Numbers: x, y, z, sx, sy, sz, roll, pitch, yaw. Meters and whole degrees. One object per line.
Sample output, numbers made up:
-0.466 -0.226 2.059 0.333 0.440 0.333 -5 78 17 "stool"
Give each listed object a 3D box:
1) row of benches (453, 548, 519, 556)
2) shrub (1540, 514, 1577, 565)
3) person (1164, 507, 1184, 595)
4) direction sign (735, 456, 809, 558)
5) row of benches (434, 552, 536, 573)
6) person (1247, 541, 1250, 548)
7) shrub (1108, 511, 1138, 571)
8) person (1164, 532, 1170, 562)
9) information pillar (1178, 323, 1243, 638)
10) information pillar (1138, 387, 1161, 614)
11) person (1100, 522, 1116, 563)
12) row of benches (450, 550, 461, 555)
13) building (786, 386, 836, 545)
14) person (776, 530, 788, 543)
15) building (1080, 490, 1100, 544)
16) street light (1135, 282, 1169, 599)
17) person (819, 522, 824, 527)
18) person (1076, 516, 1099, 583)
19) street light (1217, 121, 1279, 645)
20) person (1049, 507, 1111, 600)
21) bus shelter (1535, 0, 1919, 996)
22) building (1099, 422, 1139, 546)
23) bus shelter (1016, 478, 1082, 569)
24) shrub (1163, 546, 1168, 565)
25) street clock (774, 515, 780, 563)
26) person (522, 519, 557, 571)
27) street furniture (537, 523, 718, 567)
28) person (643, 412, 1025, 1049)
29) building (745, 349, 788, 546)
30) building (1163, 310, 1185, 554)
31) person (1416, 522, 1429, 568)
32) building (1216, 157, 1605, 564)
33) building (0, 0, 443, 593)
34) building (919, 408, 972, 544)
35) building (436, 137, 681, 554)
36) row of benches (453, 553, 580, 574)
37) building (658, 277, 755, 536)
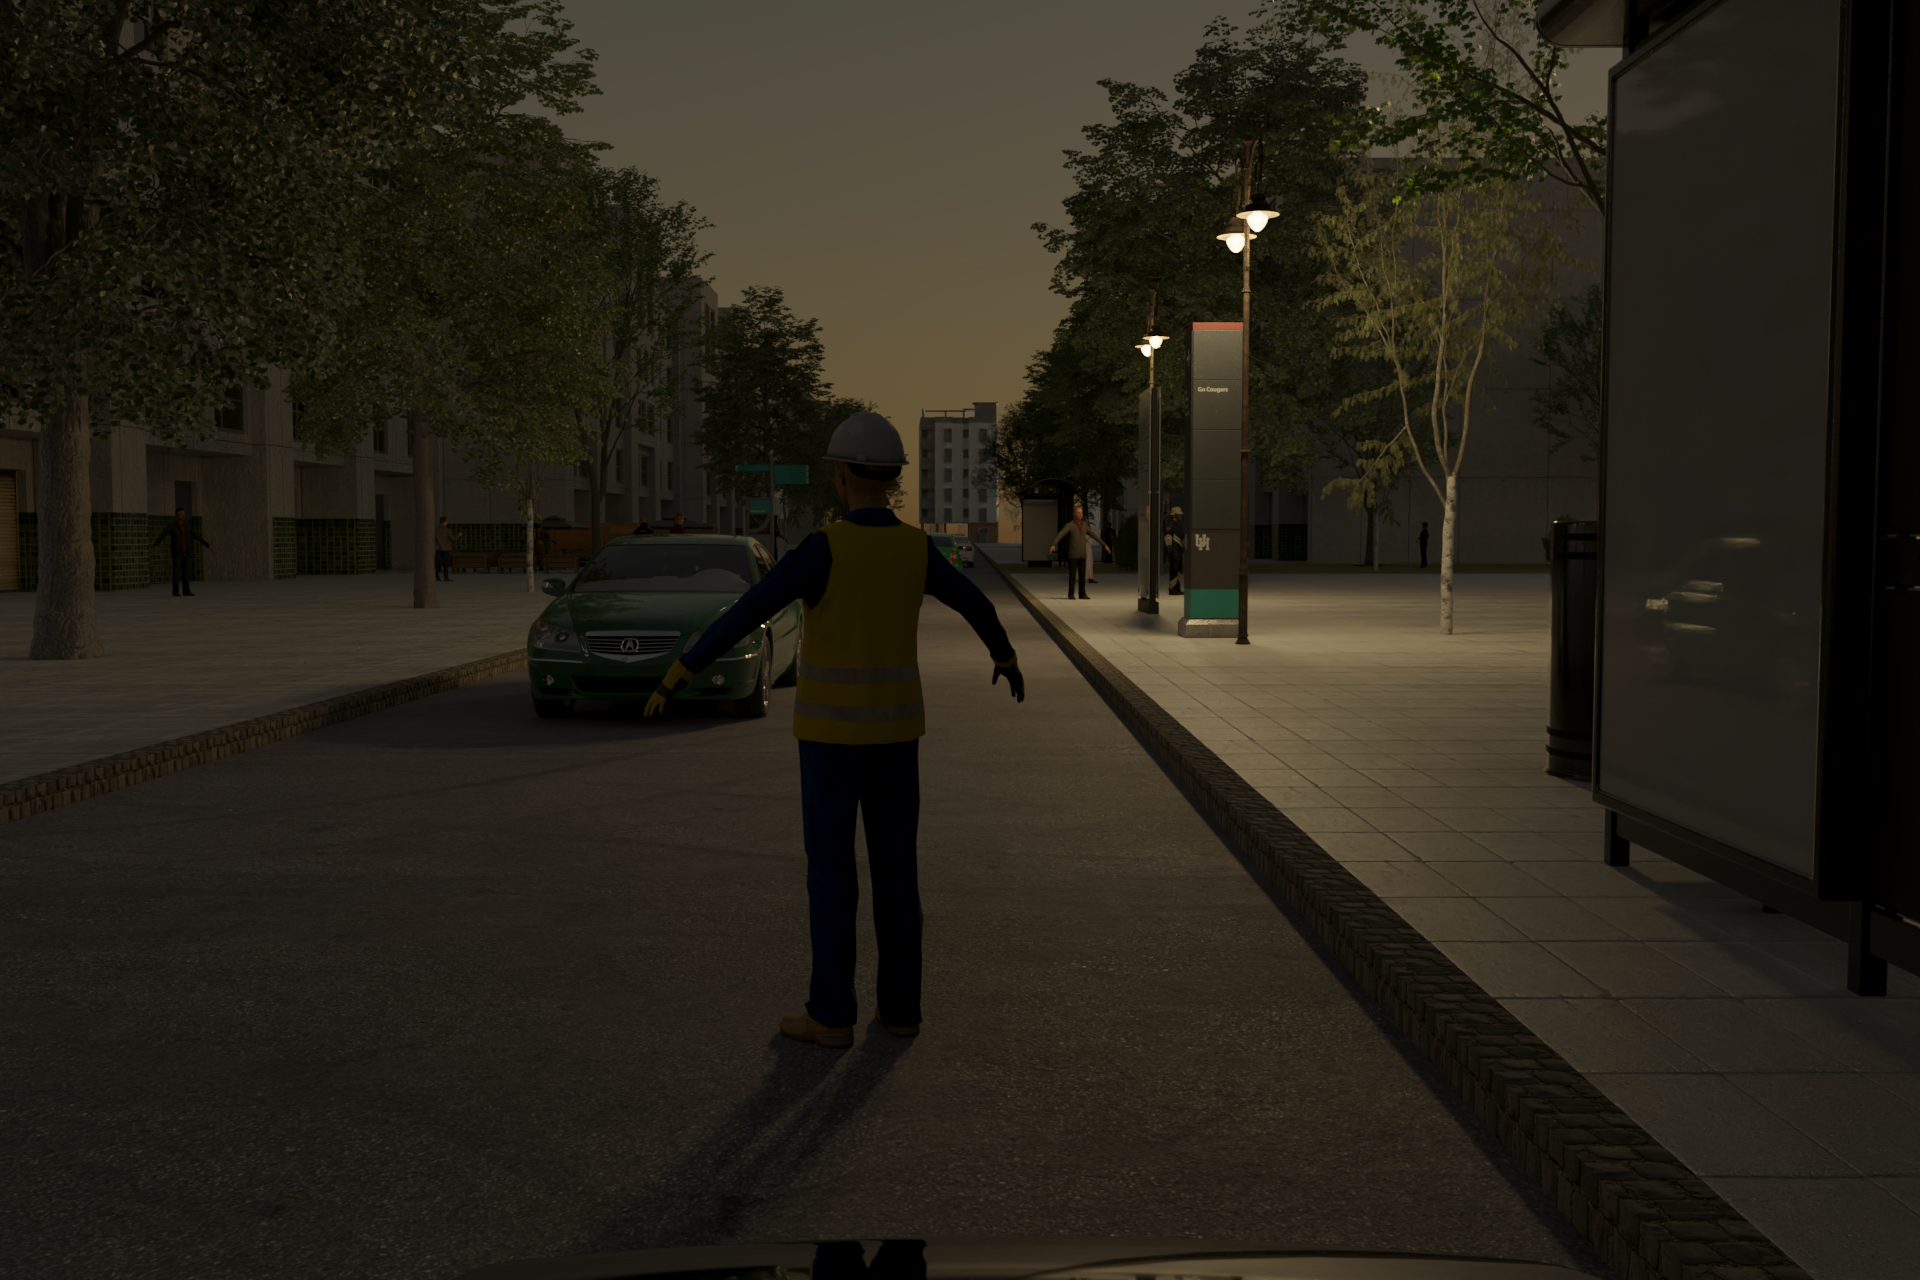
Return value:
-20.762 -3.661 75.319 1.422 0.672 4.104 2 4 25 "row of benches"
22.348 -3.660 63.889 1.661 2.075 1.752 0 3 0 "shrub"
4.554 -1.862 36.309 0.704 1.845 1.351 2 4 27 "person"
-6.468 -4.366 60.153 2.525 3.948 1.411 0 4 -1 "direction sign"
-16.046 -2.623 58.355 4.104 0.672 1.422 1 4 21 "row of benches"
7.982 -2.625 49.138 0.705 1.803 1.348 0 4 -2 "person"
6.079 -3.461 60.621 1.661 2.075 1.752 0 3 0 "shrub"
9.563 -4.410 78.239 1.346 1.812 0.704 2 4 28 "person"
3.151 -1.970 21.582 0.750 3.857 0.750 0 4 0 "information pillar"
3.102 -2.271 28.451 0.184 3.620 1.656 0 4 0 "information pillar"
6.539 -4.302 76.275 0.705 1.837 1.347 3 5 40 "person"
-21.005 -3.276 69.020 1.422 0.672 4.104 0 4 7 "row of benches"
-25.441 -23.501 215.170 19.493 23.208 18.063 0 4 1 "building"
-7.611 -3.913 70.100 1.348 1.813 0.705 1 4 18 "person"
20.825 -17.212 223.561 9.099 9.664 28.070 0 4 0 "building"
3.533 -3.622 32.007 0.468 5.910 1.993 0 4 0 "street light"
-6.074 -4.258 75.746 1.347 1.817 0.704 -3 5 -41 "person"
3.253 -2.342 45.009 0.621 1.740 0.551 2 4 31 "person"
3.292 -2.887 19.986 0.468 5.910 1.993 0 4 0 "street light"
2.316 -1.696 33.914 1.348 1.807 0.705 -2 4 -25 "person"
3.293 -1.682 5.138 2.179 5.291 8.768 0 4 0 "bus shelter"
24.672 -19.582 186.621 16.747 18.905 31.486 0 3 0 "building"
3.266 -4.338 64.858 2.014 3.302 5.546 0 4 -2 "bus shelter"
7.698 -3.470 67.855 1.383 1.207 1.383 0 3 0 "shrub"
-7.012 -3.738 65.692 0.358 2.002 0.471 0 4 1 "street clock"
-14.734 -3.347 60.498 1.354 1.858 0.705 1 4 19 "person"
-13.769 -3.820 69.303 9.812 1.723 11.010 -3 5 -42 "street furniture"
-0.316 0.242 4.973 1.216 1.772 0.721 -2 4 -31 "person"
-24.028 -19.630 177.370 16.016 20.090 11.380 0 4 1 "building"
22.893 -17.696 120.261 19.493 23.208 18.063 0 4 0 "building"
17.579 -3.621 65.920 0.721 1.740 1.216 2 4 32 "person"
23.514 -13.678 90.100 16.747 18.905 31.486 0 4 0 "building"
-27.251 -11.045 47.042 16.747 18.905 31.486 0 3 0 "building"
-5.484 -23.999 251.252 11.380 20.090 16.016 -1 4 -9 "building"
-26.032 -13.869 93.215 16.747 18.905 31.486 0 4 0 "building"
-14.437 -2.482 56.052 4.104 0.672 1.422 0 4 -4 "row of benches"
-26.210 -16.442 135.283 16.747 18.905 31.486 0 4 0 "building"
